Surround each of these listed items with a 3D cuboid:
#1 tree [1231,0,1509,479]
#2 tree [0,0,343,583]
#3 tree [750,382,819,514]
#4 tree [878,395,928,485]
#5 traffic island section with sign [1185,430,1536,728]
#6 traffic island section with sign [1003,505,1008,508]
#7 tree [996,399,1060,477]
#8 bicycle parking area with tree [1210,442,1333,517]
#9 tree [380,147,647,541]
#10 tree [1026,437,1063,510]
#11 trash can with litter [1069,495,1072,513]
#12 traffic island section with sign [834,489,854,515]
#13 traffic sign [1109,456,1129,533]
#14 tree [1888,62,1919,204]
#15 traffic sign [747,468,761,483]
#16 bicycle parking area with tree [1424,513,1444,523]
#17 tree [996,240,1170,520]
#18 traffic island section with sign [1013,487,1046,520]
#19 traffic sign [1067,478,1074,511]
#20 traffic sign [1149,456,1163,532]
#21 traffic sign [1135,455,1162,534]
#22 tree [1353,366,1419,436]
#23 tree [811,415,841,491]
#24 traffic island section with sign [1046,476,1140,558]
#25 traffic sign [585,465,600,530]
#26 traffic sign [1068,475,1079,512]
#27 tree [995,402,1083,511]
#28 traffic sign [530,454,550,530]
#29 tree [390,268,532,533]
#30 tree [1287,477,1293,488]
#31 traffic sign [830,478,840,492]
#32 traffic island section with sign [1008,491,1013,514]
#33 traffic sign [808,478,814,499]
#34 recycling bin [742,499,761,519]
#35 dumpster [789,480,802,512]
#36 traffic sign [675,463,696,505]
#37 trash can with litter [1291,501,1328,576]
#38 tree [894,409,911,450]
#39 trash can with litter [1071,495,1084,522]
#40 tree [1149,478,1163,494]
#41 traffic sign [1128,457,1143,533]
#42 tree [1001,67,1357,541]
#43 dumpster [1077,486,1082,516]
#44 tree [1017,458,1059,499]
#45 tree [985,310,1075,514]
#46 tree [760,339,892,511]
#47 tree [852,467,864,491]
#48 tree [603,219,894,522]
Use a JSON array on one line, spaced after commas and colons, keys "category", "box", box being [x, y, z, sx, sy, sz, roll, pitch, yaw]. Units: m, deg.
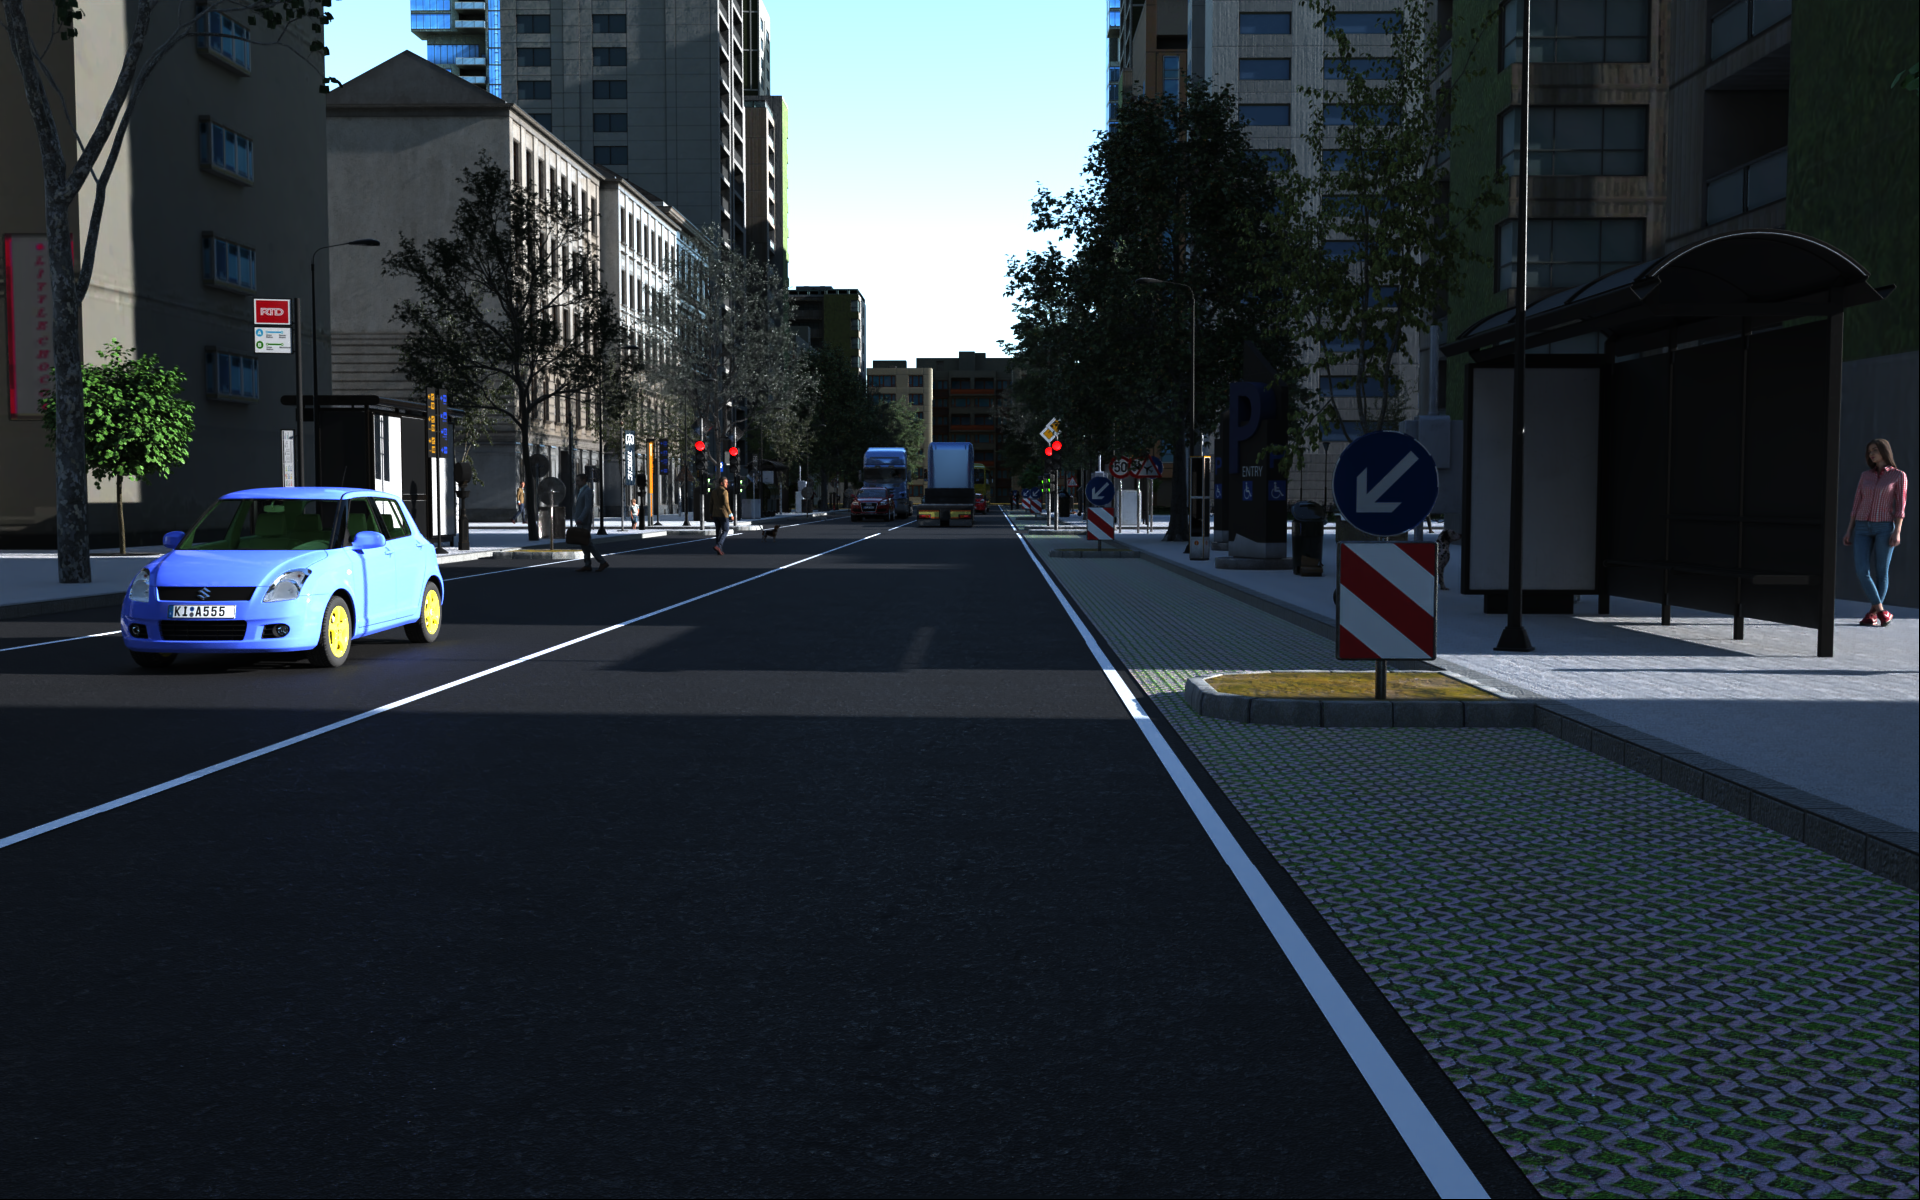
[{"category": "tree", "box": [5.934, -4.571, 25.097, 4.737, 8.622, 4.395, 0, 3, 0]}, {"category": "tree", "box": [-11.570, -10.260, 23.638, 12.611, 20.169, 13.585, 0, 3, 0]}, {"category": "tree", "box": [-11.037, -9.683, 108.675, 4.360, 8.622, 3.978, 0, 3, 0]}, {"category": "tree", "box": [-8.907, -19.280, 221.887, 9.857, 13.997, 8.962, 0, 3, 0]}, {"category": "traffic island section with sign", "box": [2.544, -0.176, 11.511, 1.989, 1.847, 2.006, 0, 4, 1]}, {"category": "traffic island section with sign", "box": [5.421, -9.971, 171.658, 1.989, 1.847, 2.006, 0, 4, 1]}, {"category": "tree", "box": [7.604, -16.103, 181.409, 7.486, 12.596, 7.792, 0, 3, 0]}, {"category": "bicycle parking area with tree", "box": [17.814, -6.609, 95.052, 8.231, 4.147, 9.016, -1, 4, -8]}, {"category": "tree", "box": [-12.099, -6.914, 47.456, 7.601, 10.594, 8.767, 0, 4, -6]}, {"category": "tree", "box": [7.036, -11.357, 136.041, 4.737, 8.622, 4.395, 0, 3, 0]}, {"category": "trash can with litter", "box": [7.303, -6.344, 114.786, 1.678, 1.210, 2.233, -2, 4, -24]}, {"category": "traffic island section with sign", "box": [-7.788, -6.940, 122.104, 1.989, 1.847, 2.006, 0, 4, 1]}, {"category": "traffic sign", "box": [5.285, -3.486, 57.101, 0.768, 2.556, 0.104, 0, 4, 2]}, {"category": "tree", "box": [5.691, -1.440, 7.255, 4.285, 4.588, 4.351, 0, 3, 0]}, {"category": "traffic sign", "box": [-10.445, -5.380, 87.692, 0.795, 2.593, 0.064, 0, 4, 5]}, {"category": "bicycle parking area with tree", "box": [24.643, -5.614, 78.786, 9.016, 4.147, 8.231, 1, 4, 15]}, {"category": "tree", "box": [6.432, -10.931, 85.371, 9.857, 13.997, 8.962, 0, 3, 0]}, {"category": "traffic island section with sign", "box": [4.048, -5.289, 95.110, 1.989, 1.847, 2.006, 0, 4, 1]}, {"category": "traffic sign", "box": [8.560, -8.184, 133.918, 0.768, 2.556, 0.104, 0, 4, 5]}, {"category": "traffic sign", "box": [6.482, -3.577, 58.592, 0.768, 2.556, 0.104, 0, 4, 8]}, {"category": "traffic sign", "box": [6.095, -3.432, 56.118, 0.884, 2.594, 0.081, 0, 4, 3]}, {"category": "tree", "box": [24.934, -9.188, 100.588, 4.360, 8.622, 3.978, 0, 3, 0]}, {"category": "tree", "box": [-10.951, -11.756, 142.574, 4.737, 8.622, 4.395, 0, 3, 0]}, {"category": "traffic island section with sign", "box": [3.040, -1.887, 39.484, 1.989, 1.847, 2.006, 0, 4, 1]}, {"category": "traffic sign", "box": [-13.063, -3.639, 61.626, 0.606, 2.300, 0.079, 1, 4, 10]}, {"category": "traffic sign", "box": [7.837, -7.377, 120.613, 0.884, 2.594, 0.081, 0, 4, 8]}, {"category": "tree", "box": [6.802, -11.793, 127.220, 8.767, 10.594, 7.601, 0, 4, 5]}, {"category": "traffic sign", "box": [-13.291, -3.328, 54.524, 0.768, 2.556, 0.104, 0, 4, 7]}, {"category": "tree", "box": [-16.312, -6.507, 56.750, 4.360, 8.622, 3.978, 0, 3, 0]}, {"category": "tree", "box": [18.496, -6.565, 101.939, 1.663, 3.219, 1.824, 0, 3, 0]}, {"category": "traffic sign", "box": [-9.940, -8.415, 137.683, 0.768, 2.556, 0.104, 1, 4, 10]}, {"category": "traffic island section with sign", "box": [4.537, -6.938, 122.061, 1.989, 1.847, 2.006, 0, 4, 1]}, {"category": "traffic sign", "box": [-12.081, -8.476, 138.686, 0.768, 2.556, 0.104, 0, 4, 3]}, {"category": "recycling bin", "box": [-10.715, -4.669, 88.893, 0.722, 1.027, 0.722, 3, 4, 36]}, {"category": "dumpster", "box": [-11.355, -7.188, 120.014, 1.502, 2.255, 1.985, 0, 4, 1]}, {"category": "traffic sign", "box": [-11.423, -4.403, 71.986, 0.884, 2.594, 0.081, 0, 4, 4]}, {"category": "trash can with litter", "box": [5.572, -0.976, 27.339, 0.624, 1.170, 1.055, 0, 4, 2]}, {"category": "tree", "box": [-10.005, -16.602, 181.809, 12.009, 13.543, 11.850, 0, 3, 0]}, {"category": "trash can with litter", "box": [6.474, -4.138, 78.713, 2.233, 1.210, 1.678, -1, 4, -12]}, {"category": "tree", "box": [13.281, -7.677, 120.117, 1.663, 3.219, 1.824, 0, 3, 0]}, {"category": "traffic sign", "box": [5.852, -3.468, 56.807, 0.768, 2.556, 0.104, 0, 4, 2]}, {"category": "tree", "box": [5.968, -7.961, 47.175, 9.611, 12.733, 9.660, 0, 3, 0]}, {"category": "dumpster", "box": [7.483, -5.826, 101.020, 1.264, 1.857, 1.865, 0, 4, 1]}, {"category": "tree", "box": [7.100, -10.451, 154.580, 4.285, 4.588, 4.351, 0, 3, 0]}, {"category": "tree", "box": [6.910, -12.276, 111.078, 12.009, 13.543, 11.850, 0, 3, 0]}, {"category": "tree", "box": [-10.071, -12.924, 128.310, 9.611, 12.733, 9.660, 0, 3, 0]}, {"category": "tree", "box": [-9.258, -11.269, 167.955, 4.285, 4.588, 4.351, 0, 3, 0]}, {"category": "tree", "box": [-11.071, -10.273, 78.340, 12.009, 13.543, 11.850, 0, 3, 0]}]
